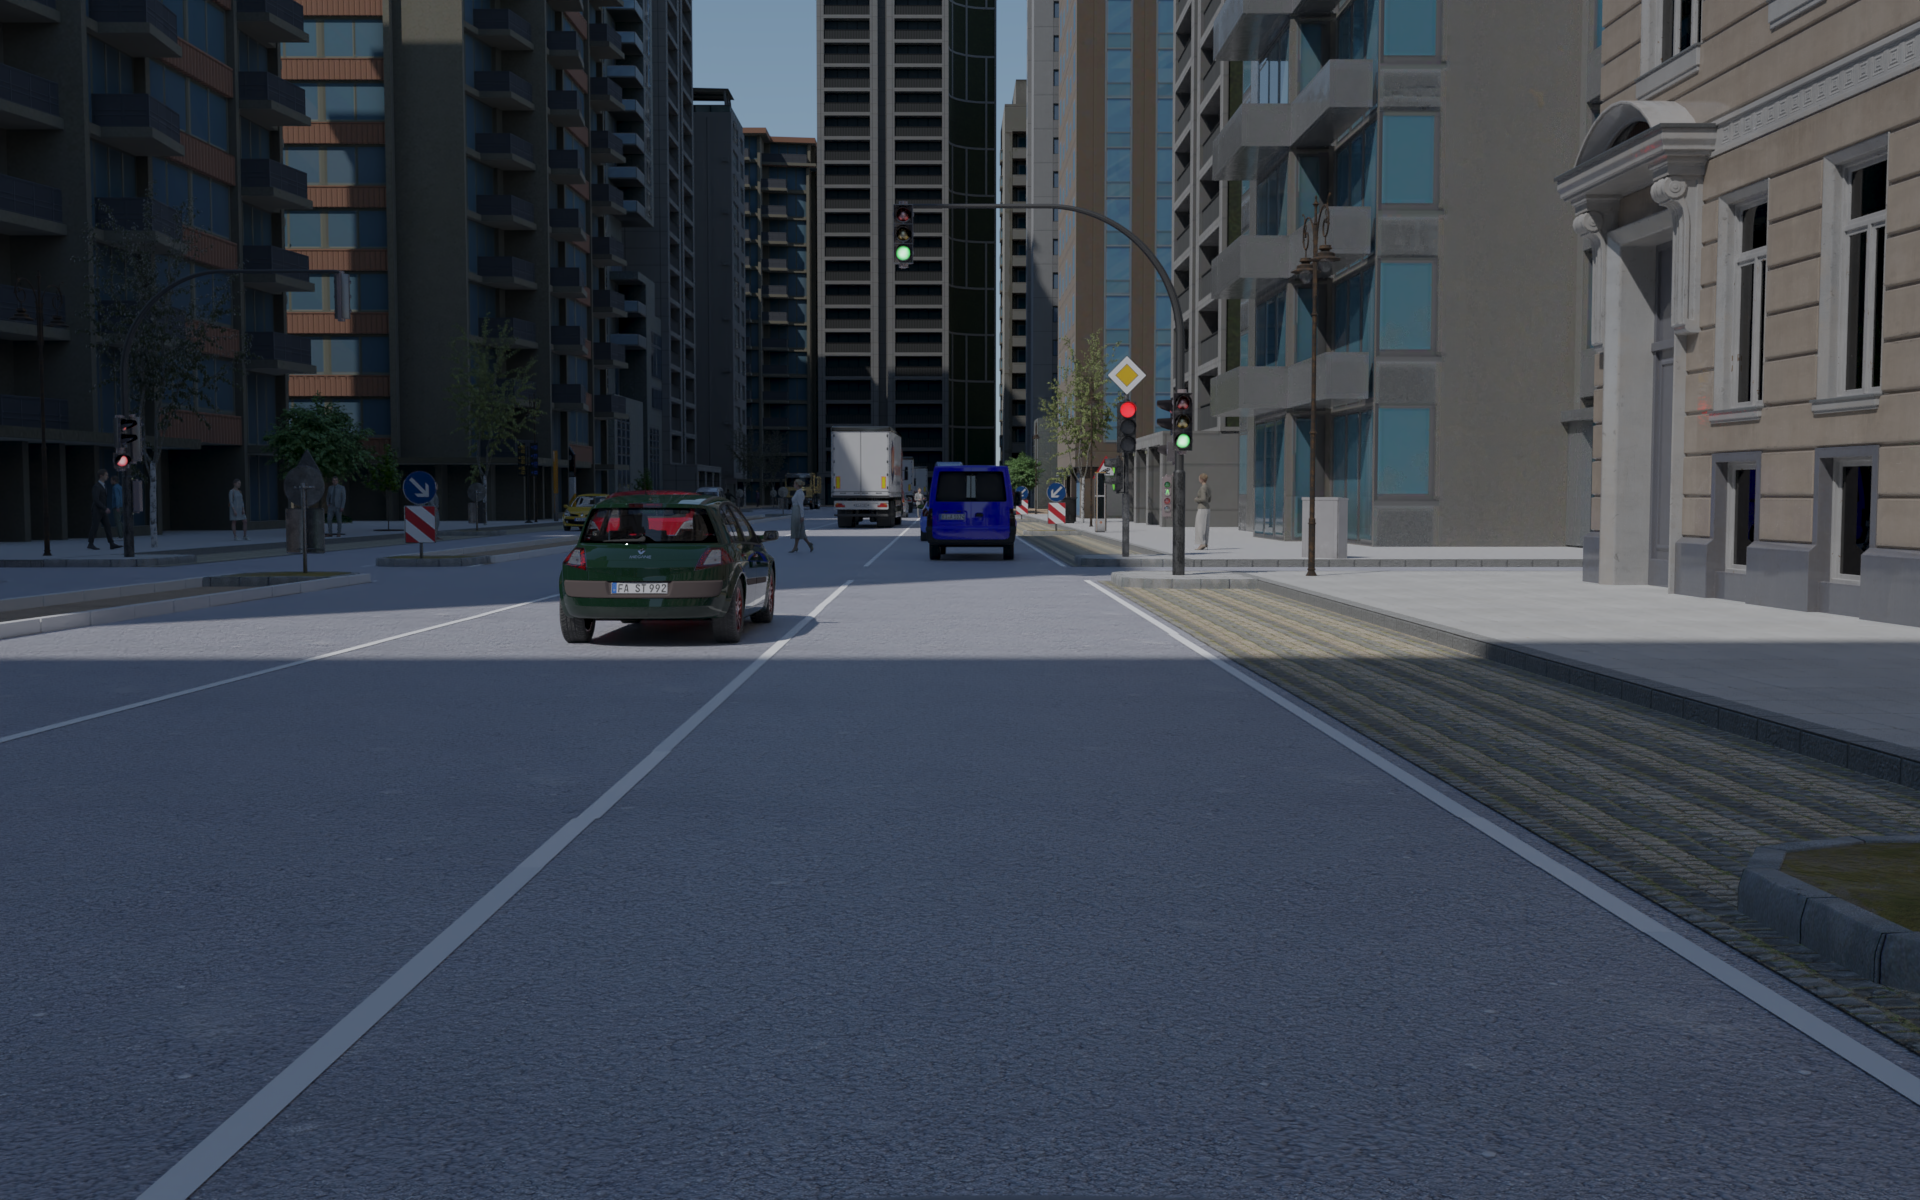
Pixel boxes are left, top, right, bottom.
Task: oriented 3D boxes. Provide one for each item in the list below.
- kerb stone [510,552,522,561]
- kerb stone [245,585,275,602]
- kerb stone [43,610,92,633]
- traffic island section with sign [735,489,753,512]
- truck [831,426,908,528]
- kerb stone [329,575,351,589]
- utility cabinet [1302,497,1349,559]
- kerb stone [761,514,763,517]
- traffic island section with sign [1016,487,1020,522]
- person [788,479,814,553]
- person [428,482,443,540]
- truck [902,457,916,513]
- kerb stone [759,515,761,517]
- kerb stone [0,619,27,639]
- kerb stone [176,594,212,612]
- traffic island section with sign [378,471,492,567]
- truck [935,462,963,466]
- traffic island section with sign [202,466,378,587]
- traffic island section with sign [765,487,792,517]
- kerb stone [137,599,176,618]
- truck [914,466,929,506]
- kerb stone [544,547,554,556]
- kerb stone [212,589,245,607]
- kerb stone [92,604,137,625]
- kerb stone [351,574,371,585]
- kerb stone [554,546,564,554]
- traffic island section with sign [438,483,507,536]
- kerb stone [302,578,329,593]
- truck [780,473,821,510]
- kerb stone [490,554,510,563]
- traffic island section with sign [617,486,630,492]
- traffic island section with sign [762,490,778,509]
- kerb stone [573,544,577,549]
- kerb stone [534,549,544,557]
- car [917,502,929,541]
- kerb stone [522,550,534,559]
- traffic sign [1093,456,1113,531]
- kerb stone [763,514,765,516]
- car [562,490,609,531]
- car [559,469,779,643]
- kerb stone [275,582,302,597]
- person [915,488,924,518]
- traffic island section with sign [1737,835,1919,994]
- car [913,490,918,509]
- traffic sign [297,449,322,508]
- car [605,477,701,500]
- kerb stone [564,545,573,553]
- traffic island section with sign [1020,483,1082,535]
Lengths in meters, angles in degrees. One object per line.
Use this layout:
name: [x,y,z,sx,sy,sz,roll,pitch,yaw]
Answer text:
kerb stone: [-9.691,-0.923,37.381,0.120,0.150,1.000,0,4,0]
kerb stone: [-9.584,-0.079,23.481,0.120,0.150,1.000,0,4,0]
kerb stone: [-9.536,0.234,18.363,0.120,0.150,1.000,0,4,0]
traffic island section with sign: [-17.420,-7.853,137.020,1.989,1.847,2.006,0,4,0]
truck: [-3.964,-5.390,77.041,2.839,4.237,11.283,0,4,1]
kerb stone: [-9.607,-0.267,26.564,0.120,0.150,1.000,0,4,0]
utility cabinet: [7.322,-1.443,34.756,0.306,1.237,1.020,-2,4,-33]
kerb stone: [-12.328,-5.128,106.041,0.120,0.150,1.000,0,4,0]
traffic island section with sign: [3.000,-4.852,87.959,1.989,1.847,2.006,0,4,0]
person: [-3.877,-2.053,42.290,0.641,1.798,0.478,1,4,11]
person: [-16.451,-2.786,54.143,0.391,1.810,0.635,-2,4,-31]
truck: [-4.870,-8.983,135.778,2.839,4.237,11.283,0,4,-1]
kerb stone: [-12.320,-5.062,105.012,0.120,0.150,1.000,0,4,0]
kerb stone: [-9.532,0.297,17.341,0.120,0.150,1.000,0,4,0]
kerb stone: [-9.560,0.047,21.434,0.120,0.150,1.000,0,4,0]
traffic island section with sign: [-10.704,-1.641,34.967,2.006,1.907,1.989,0,4,0]
truck: [-1.048,-9.145,139.278,2.967,4.110,18.799,0,4,1]
traffic island section with sign: [-10.655,-1.188,27.560,2.006,1.907,1.989,0,4,0]
traffic island section with sign: [-11.309,-6.237,110.103,2.006,1.907,1.989,0,4,0]
kerb stone: [-9.552,0.109,20.412,0.120,0.150,1.000,0,4,0]
truck: [-4.641,-11.757,181.137,2.839,4.237,11.283,0,4,-1]
kerb stone: [-9.711,-1.118,40.467,0.120,0.150,1.000,0,4,0]
kerb stone: [-9.570,-0.016,22.456,0.120,0.150,1.000,0,4,0]
kerb stone: [-9.536,0.172,19.385,0.120,0.150,1.000,0,4,0]
kerb stone: [-9.615,-0.322,27.586,0.120,0.150,1.000,0,4,0]
kerb stone: [-9.715,-1.180,41.495,0.120,0.150,1.000,0,4,0]
traffic island section with sign: [-16.803,-3.136,59.900,1.989,1.847,2.006,0,4,0]
kerb stone: [-9.588,-0.204,25.537,0.120,0.150,1.000,0,4,0]
truck: [-14.730,-10.169,162.192,3.469,3.379,9.791,0,4,1]
kerb stone: [-9.683,-0.864,36.358,0.120,0.150,1.000,0,4,0]
traffic island section with sign: [-17.018,-4.821,87.451,1.989,1.847,2.006,0,4,0]
traffic island section with sign: [-17.636,-9.501,163.975,1.989,1.847,2.006,0,4,0]
kerb stone: [-9.732,-1.302,43.540,0.120,0.150,1.000,0,4,0]
kerb stone: [-9.702,-1.054,39.440,0.120,0.150,1.000,0,4,0]
car: [-0.374,-2.710,53.904,1.945,1.707,3.694,0,3,0]
kerb stone: [-9.692,-0.987,38.412,0.120,0.150,1.000,0,4,0]
traffic sign: [4.998,-3.628,59.327,0.884,2.594,0.081,0,4,4]
kerb stone: [-12.335,-5.191,107.070,0.120,0.150,1.000,0,4,0]
car: [-14.522,-3.560,68.436,2.015,1.641,3.980,0,4,0]
car: [-2.954,-0.507,18.074,2.009,1.686,4.222,0,4,1]
kerb stone: [-9.588,-0.141,24.505,0.120,0.150,1.000,0,4,0]
person: [-2.334,-5.706,101.992,0.606,1.804,0.583,-2,4,-27]
traffic island section with sign: [3.652,0.195,5.443,1.989,1.847,2.006,0,4,0]
car: [-4.971,-9.970,171.677,2.281,1.827,5.304,0,4,1]
traffic sign: [-18.883,-3.064,50.104,0.884,2.594,0.081,0,4,2]
car: [-4.404,-1.012,25.582,2.155,1.783,4.494,0,4,-1]
kerb stone: [-9.732,-1.243,42.517,0.120,0.150,1.000,0,4,0]
traffic island section with sign: [3.215,-3.173,60.510,1.989,1.847,2.006,0,4,0]
